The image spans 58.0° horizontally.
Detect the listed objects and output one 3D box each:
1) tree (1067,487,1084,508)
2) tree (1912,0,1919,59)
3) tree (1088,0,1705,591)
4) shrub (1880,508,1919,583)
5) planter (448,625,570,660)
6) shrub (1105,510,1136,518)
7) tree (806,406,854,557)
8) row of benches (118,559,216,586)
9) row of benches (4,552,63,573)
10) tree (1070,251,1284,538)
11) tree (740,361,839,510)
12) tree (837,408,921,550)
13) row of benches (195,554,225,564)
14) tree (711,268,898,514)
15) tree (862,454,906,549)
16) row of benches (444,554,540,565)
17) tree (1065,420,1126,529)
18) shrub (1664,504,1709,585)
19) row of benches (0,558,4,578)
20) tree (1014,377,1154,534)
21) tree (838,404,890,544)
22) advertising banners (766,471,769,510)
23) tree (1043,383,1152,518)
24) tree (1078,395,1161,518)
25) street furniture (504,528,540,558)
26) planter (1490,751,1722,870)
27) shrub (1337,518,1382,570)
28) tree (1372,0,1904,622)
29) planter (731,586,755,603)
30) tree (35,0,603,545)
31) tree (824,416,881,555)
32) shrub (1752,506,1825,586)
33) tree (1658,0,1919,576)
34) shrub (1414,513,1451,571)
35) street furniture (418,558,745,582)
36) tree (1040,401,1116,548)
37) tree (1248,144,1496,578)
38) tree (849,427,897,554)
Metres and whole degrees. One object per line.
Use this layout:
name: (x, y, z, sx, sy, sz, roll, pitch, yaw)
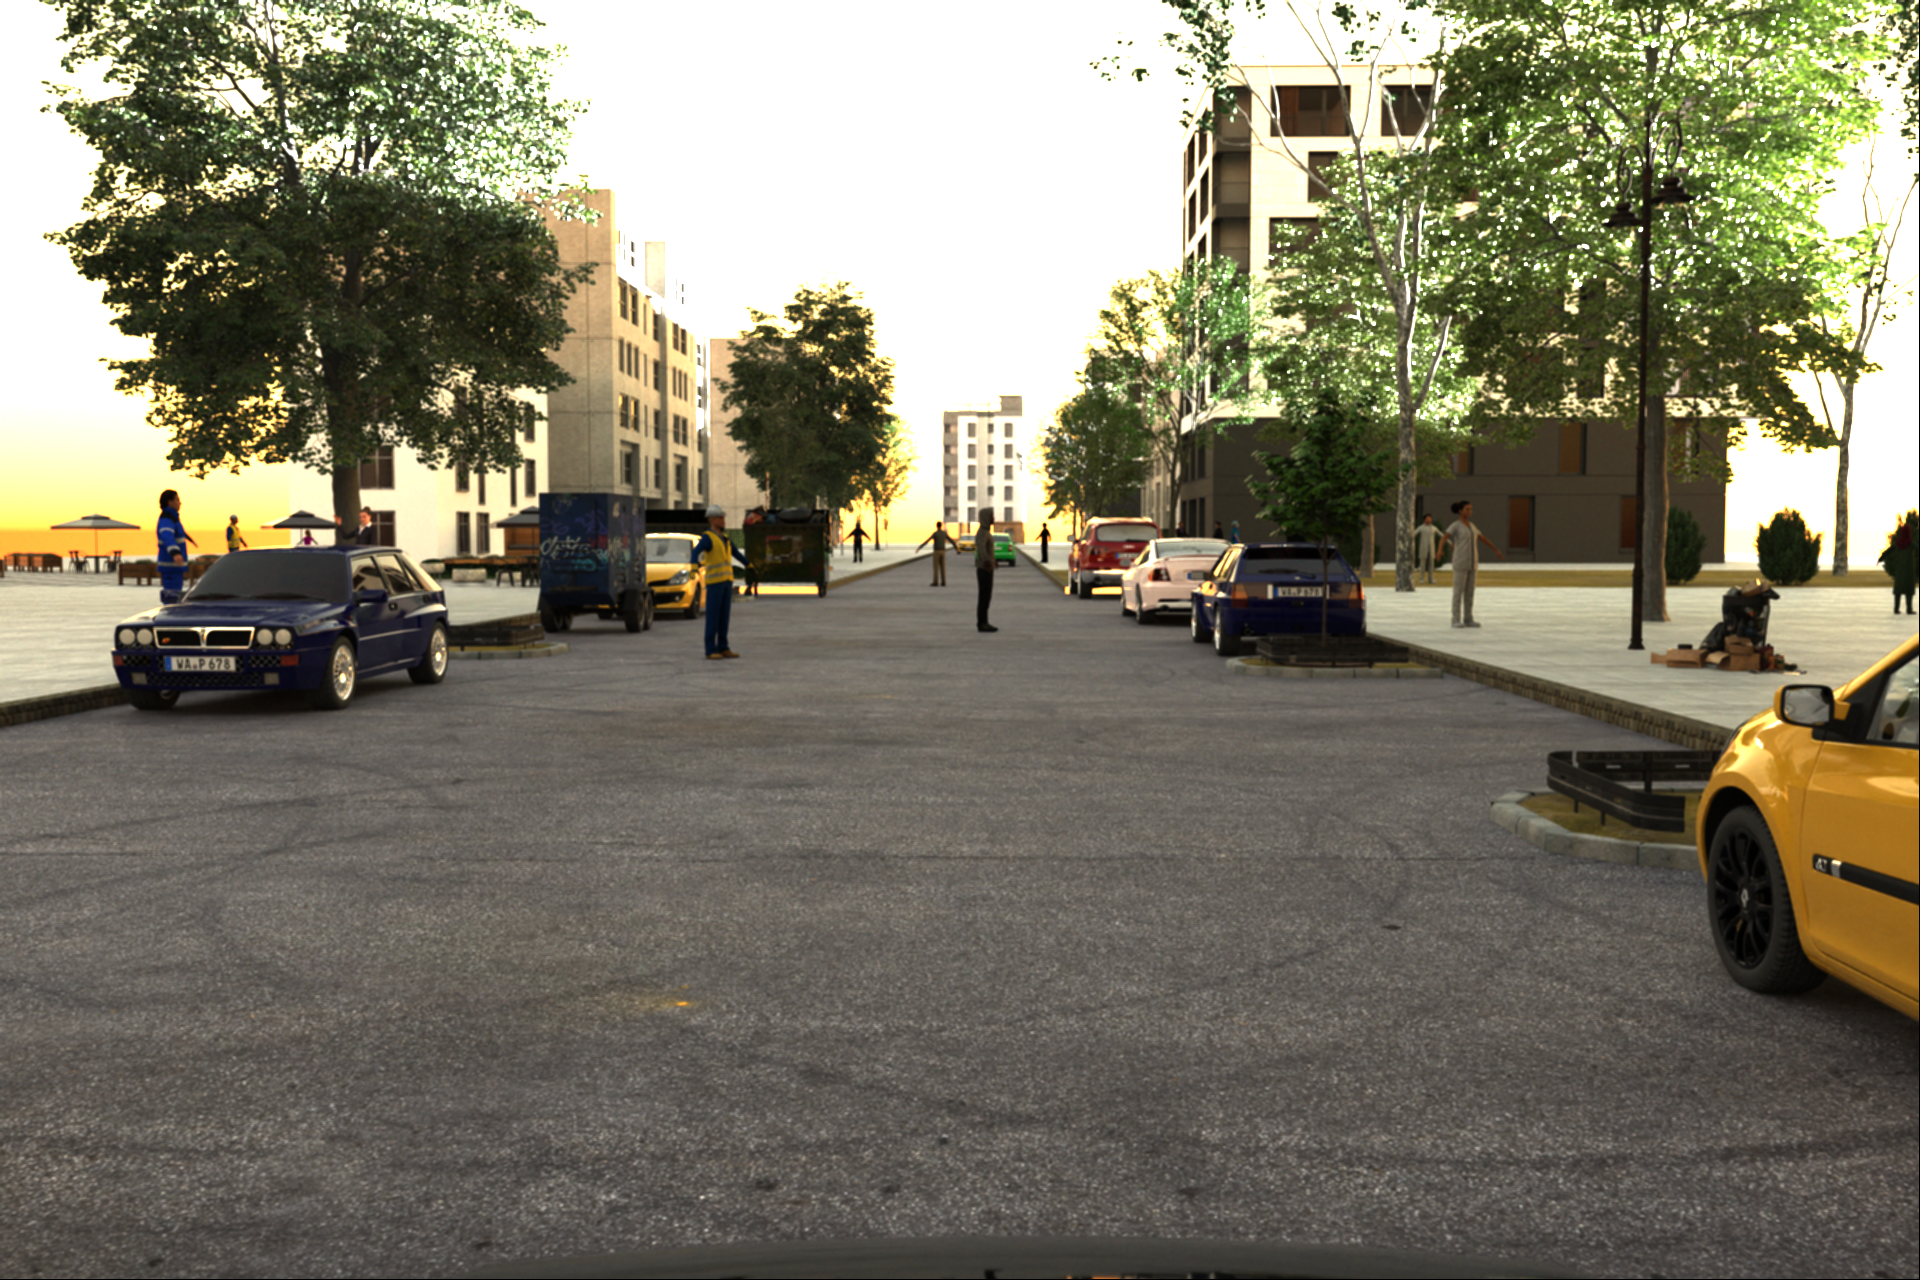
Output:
tree: (17.383, -18.803, 233.185, 9.928, 11.665, 9.643, 0, 3, 0)
tree: (9.475, -6.273, 9.216, 9.857, 13.997, 8.962, 0, 3, 0)
tree: (9.089, -11.076, 36.976, 12.611, 20.169, 13.585, 0, 3, 0)
shrub: (25.046, -2.511, 45.466, 1.690, 2.028, 1.600, 0, 3, 0)
planter: (-5.780, 0.025, 20.730, 1.991, 0.319, 1.994, 0, 4, 1)
shrub: (5.131, -3.174, 55.940, 1.661, 2.075, 1.752, 0, 3, 0)
tree: (-6.951, -8.929, 96.355, 4.360, 8.622, 3.978, 0, 3, 0)
row of benches: (-19.130, -1.681, 42.954, 4.104, 0.672, 1.422, 2, 4, 24)
row of benches: (-31.548, -2.661, 58.966, 4.104, 0.672, 1.422, 3, 5, 45)
tree: (7.961, -8.411, 63.278, 9.928, 11.665, 9.643, 0, 3, 0)
tree: (-7.482, -7.513, 73.198, 4.360, 8.622, 3.978, 0, 3, 0)
tree: (-6.633, -12.851, 135.864, 9.928, 11.665, 9.643, 0, 3, 0)
row of benches: (-22.437, -2.281, 52.753, 1.422, 0.672, 4.104, -3, 4, -38)
tree: (-7.396, -10.898, 84.837, 9.857, 13.997, 8.962, 0, 3, 0)
tree: (-6.379, -11.901, 144.938, 4.737, 8.622, 4.395, 0, 3, 0)
row of benches: (-14.067, -2.311, 53.244, 1.422, 0.672, 4.104, 2, 4, 35)
tree: (8.156, -9.691, 108.813, 4.360, 8.622, 3.978, 0, 3, 0)
shrub: (17.940, -2.423, 43.662, 1.661, 2.075, 1.752, 0, 3, 0)
row of benches: (-29.268, -2.235, 51.999, 1.422, 0.672, 4.104, -2, 4, -34)
tree: (9.229, -13.518, 131.381, 12.009, 13.543, 11.850, 0, 3, 0)
tree: (-15.591, -23.260, 236.194, 12.611, 20.169, 13.585, 0, 3, 0)
advertising banners: (-5.402, -3.155, 47.771, 0.090, 3.025, 2.074, 0, 4, 2)
tree: (9.429, -11.779, 118.337, 9.928, 11.665, 9.643, 0, 3, 0)
tree: (8.024, -8.525, 89.740, 4.737, 8.622, 4.395, 0, 3, 0)
street furniture: (-11.956, -3.334, 61.360, 9.812, 1.723, 11.010, 0, 4, -7)
planter: (3.644, 0.787, 8.279, 1.991, 0.319, 1.994, 0, 4, 1)
shrub: (14.102, -3.502, 61.304, 1.661, 2.075, 1.752, 0, 3, 0)
tree: (9.817, -6.546, 25.148, 7.486, 12.596, 7.792, 0, 3, 0)
planter: (-5.442, -0.970, 36.996, 1.991, 0.319, 1.994, 0, 4, 2)
tree: (-11.092, -7.592, 30.786, 9.857, 13.997, 8.962, 0, 3, 0)
tree: (-7.048, -9.464, 105.094, 4.737, 8.622, 4.395, 0, 3, 0)
shrub: (20.594, -2.364, 43.070, 1.690, 2.028, 1.600, 0, 3, 0)
tree: (27.743, -12.130, 54.214, 12.611, 20.169, 13.585, 0, 3, 0)
shrub: (16.176, -3.394, 59.912, 1.690, 2.028, 1.600, 0, 3, 0)
street furniture: (-11.120, -1.970, 47.832, 10.072, 0.657, 5.734, 0, 4, 8)
tree: (10.118, -14.042, 147.713, 7.486, 12.596, 7.792, 0, 3, 0)
tree: (12.225, -8.140, 51.215, 7.486, 12.596, 7.792, 0, 3, 0)
tree: (-6.808, -9.966, 113.312, 4.360, 8.622, 3.978, 0, 3, 0)
